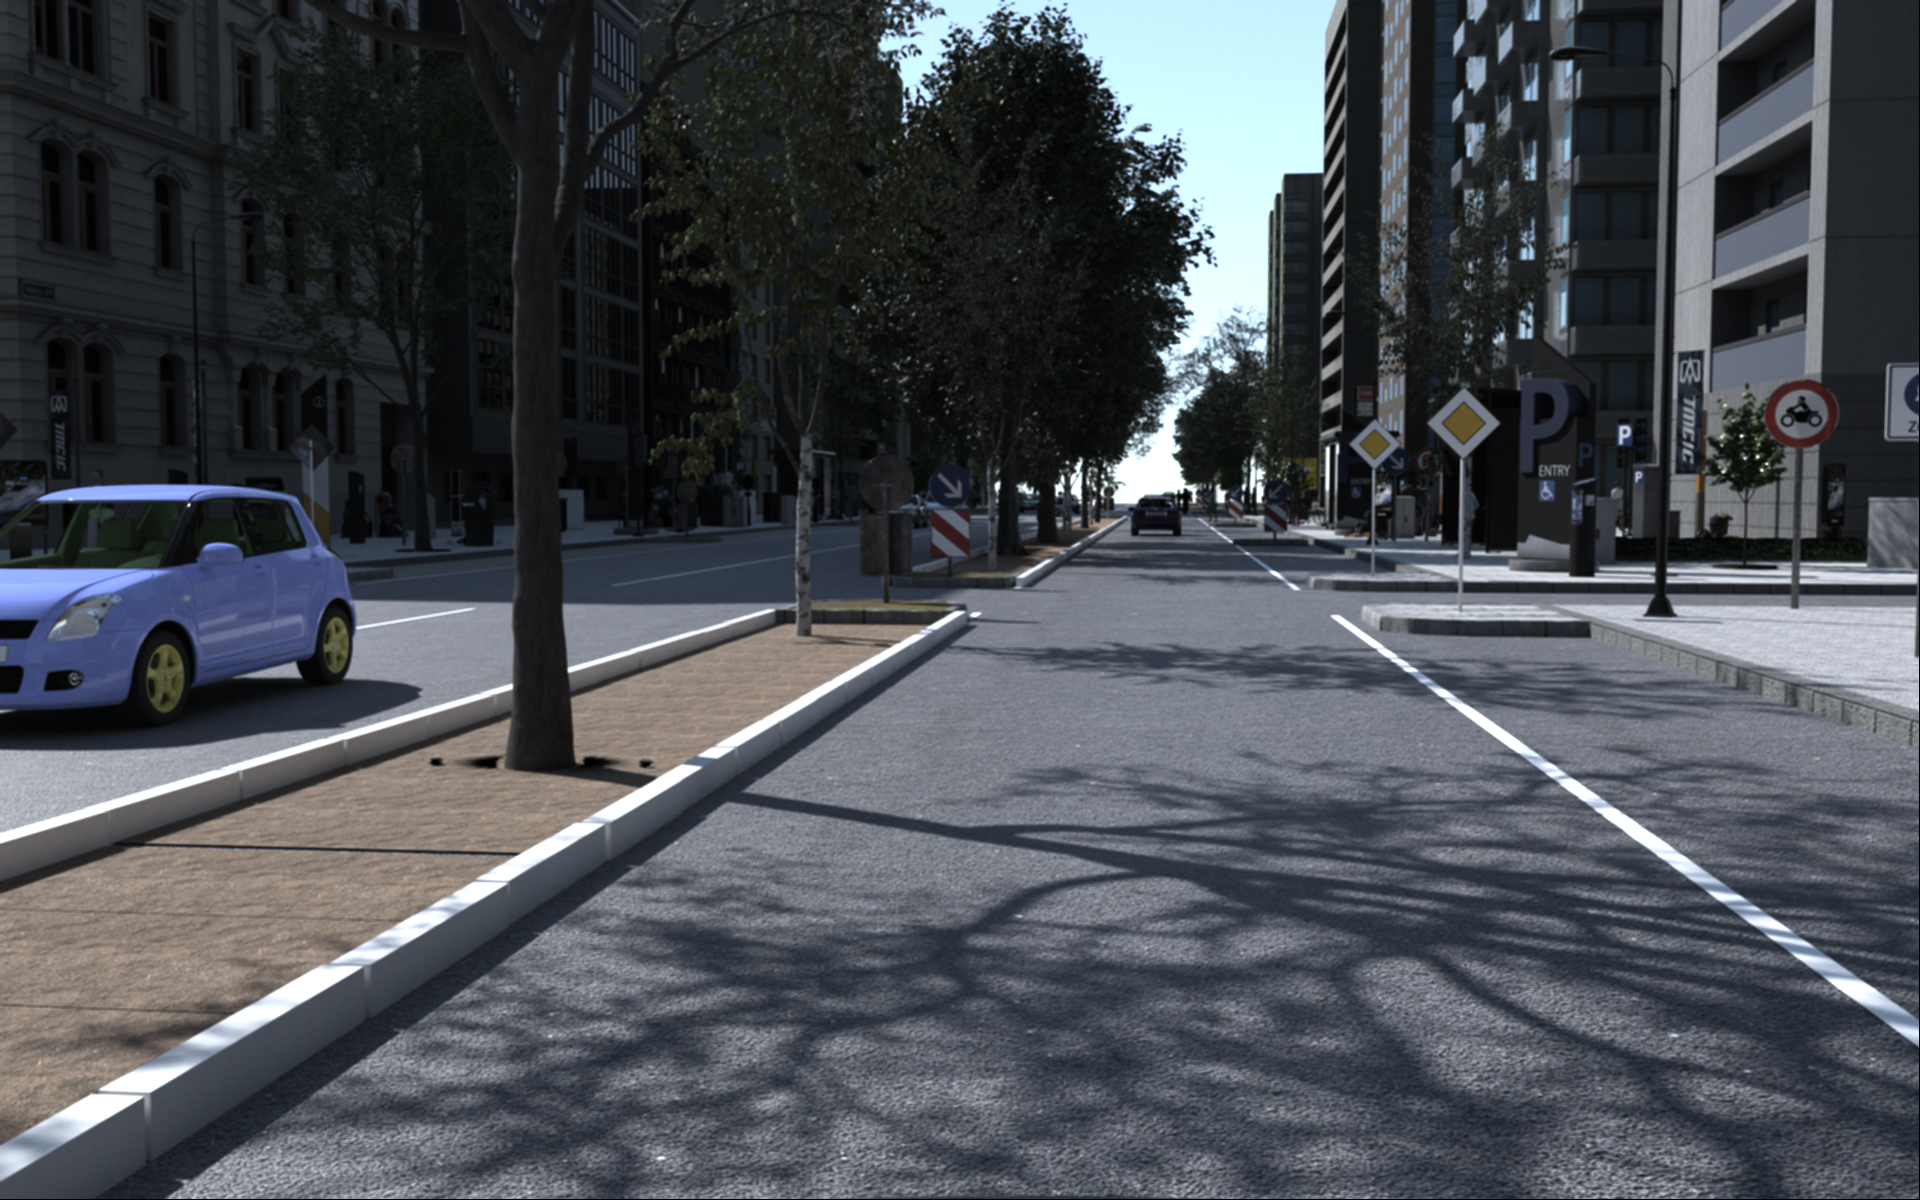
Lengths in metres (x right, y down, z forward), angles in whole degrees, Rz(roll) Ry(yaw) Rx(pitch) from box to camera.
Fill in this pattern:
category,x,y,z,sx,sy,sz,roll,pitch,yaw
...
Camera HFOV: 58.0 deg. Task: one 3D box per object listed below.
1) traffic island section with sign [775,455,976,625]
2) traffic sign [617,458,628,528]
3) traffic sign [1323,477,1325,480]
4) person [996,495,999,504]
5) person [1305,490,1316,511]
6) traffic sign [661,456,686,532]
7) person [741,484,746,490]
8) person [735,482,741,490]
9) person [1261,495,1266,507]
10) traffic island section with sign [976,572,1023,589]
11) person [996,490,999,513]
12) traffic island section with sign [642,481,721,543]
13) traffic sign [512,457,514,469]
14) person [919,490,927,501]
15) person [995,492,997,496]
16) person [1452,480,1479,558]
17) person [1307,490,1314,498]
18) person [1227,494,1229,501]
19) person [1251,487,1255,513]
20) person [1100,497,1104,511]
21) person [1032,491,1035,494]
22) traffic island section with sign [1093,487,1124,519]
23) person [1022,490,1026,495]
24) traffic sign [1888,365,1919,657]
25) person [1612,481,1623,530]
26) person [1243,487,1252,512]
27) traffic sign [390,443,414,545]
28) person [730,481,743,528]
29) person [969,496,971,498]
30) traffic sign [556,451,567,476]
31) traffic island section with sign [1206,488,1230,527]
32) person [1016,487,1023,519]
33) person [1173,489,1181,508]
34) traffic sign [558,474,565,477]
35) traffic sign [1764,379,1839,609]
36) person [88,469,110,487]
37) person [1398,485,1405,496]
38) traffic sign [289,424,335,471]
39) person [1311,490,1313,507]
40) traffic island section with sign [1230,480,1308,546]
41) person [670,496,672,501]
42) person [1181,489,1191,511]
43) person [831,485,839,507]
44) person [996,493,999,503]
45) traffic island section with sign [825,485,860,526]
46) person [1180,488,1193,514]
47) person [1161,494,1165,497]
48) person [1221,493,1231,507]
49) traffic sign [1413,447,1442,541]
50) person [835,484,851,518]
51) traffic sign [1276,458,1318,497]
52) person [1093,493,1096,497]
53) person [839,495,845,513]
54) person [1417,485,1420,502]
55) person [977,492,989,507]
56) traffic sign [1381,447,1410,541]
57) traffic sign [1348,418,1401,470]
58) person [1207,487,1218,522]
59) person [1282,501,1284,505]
category,x,y,z,sx,sy,sz,roll,pitch,yaw
traffic island section with sign,-0.949,-0.718,19.884,2.006,1.907,1.989,0,4,7
traffic sign,-11.731,-3.720,60.931,0.768,2.556,0.104,1,4,13
traffic sign,14.409,-4.077,66.662,0.884,2.594,0.081,0,4,7
person,4.493,-11.568,198.432,1.065,1.426,0.557,1,4,15
person,24.358,-7.024,120.980,1.348,1.812,0.705,3,5,44
traffic sign,-9.775,-3.616,59.126,0.884,2.594,0.081,1,4,10
person,-10.035,-4.580,81.106,0.721,1.800,0.419,2,4,26
person,-11.433,-5.114,89.011,0.474,1.900,0.648,-2,4,-24
person,29.867,-9.817,169.781,0.421,1.427,0.697,-2,4,-32
traffic island section with sign,-0.071,-1.168,27.239,2.006,1.907,1.989,0,4,7
person,2.942,-7.492,131.435,0.568,1.767,0.683,-1,4,-16
traffic island section with sign,-8.160,-2.601,51.158,1.989,1.847,2.006,0,4,7
traffic sign,-12.265,-2.972,48.696,0.768,2.556,0.104,1,4,15
person,-4.112,-11.195,189.805,1.217,1.736,0.721,1,4,21
person,4.982,-14.289,239.530,0.599,1.838,0.709,0,4,-4
person,10.262,-1.668,35.121,0.589,1.601,0.330,-2,4,-32
person,31.124,-9.066,154.797,1.217,1.766,0.721,-2,4,-24
person,26.062,-9.882,168.433,0.721,1.723,1.217,0,4,-6
person,19.122,-6.500,113.054,0.721,1.736,1.217,0,4,0
person,12.179,-8.473,150.293,1.065,1.426,0.557,3,5,41
person,8.084,-11.057,189.266,0.705,1.826,1.348,3,4,36
traffic island section with sign,8.731,-5.732,101.862,2.006,1.907,1.989,0,4,7
person,6.245,-9.834,169.158,0.709,1.838,0.599,0,4,2
traffic sign,7.539,-0.698,13.546,0.606,2.300,0.079,1,4,12
person,23.274,-3.339,61.204,0.480,1.755,0.524,1,4,19
person,20.948,-7.369,126.659,1.348,1.807,0.705,3,5,42
traffic sign,-13.956,-2.649,43.411,0.768,2.556,0.104,1,4,14
person,-8.535,-3.647,66.018,0.374,1.781,0.599,-2,4,-24
person,1.569,-13.341,227.361,0.799,1.438,0.628,0,4,2
traffic sign,-11.947,-3.114,51.025,0.768,2.556,0.104,1,4,11
traffic island section with sign,11.850,-4.082,75.365,1.989,1.847,2.006,0,4,7
person,3.095,-5.254,94.525,0.709,1.813,0.853,-1,4,-21
person,20.597,-9.489,163.280,1.348,1.869,0.705,-3,5,-39
traffic sign,-12.696,-3.288,53.765,0.884,2.594,0.081,1,4,11
traffic sign,9.367,-1.177,19.357,0.768,2.556,0.104,1,4,14
person,-16.578,-1.634,33.315,0.519,1.759,0.362,0,4,-4
person,28.118,-6.382,110.021,0.705,1.869,1.348,-1,4,-22
traffic sign,-10.763,-1.626,28.776,0.795,2.593,0.064,0,4,7
person,32.353,-9.317,159.094,0.721,1.743,1.217,1,4,12
traffic island section with sign,8.694,-2.444,48.595,1.989,1.847,2.006,0,4,7
person,-14.805,-4.710,88.059,0.382,1.210,0.505,0,4,4
person,19.002,-8.368,145.279,0.705,1.831,1.348,-2,4,-32
person,-7.024,-5.517,96.346,0.635,1.810,0.391,0,4,7
person,4.983,-14.580,244.426,1.348,1.824,0.705,1,4,13
traffic island section with sign,-4.941,-4.263,78.335,1.989,1.847,2.006,0,4,7
person,15.855,-6.956,121.853,0.705,1.869,1.348,-2,4,-33
person,13.740,-6.478,117.646,0.421,1.427,0.697,2,4,27
person,26.438,-9.957,172.066,0.991,1.433,0.599,0,4,-3
traffic sign,12.719,-2.877,47.139,0.768,2.556,0.104,1,4,10
person,-6.293,-5.238,91.900,0.699,1.804,1.509,-3,5,-44
traffic sign,18.802,-6.288,96.683,2.265,3.308,0.079,1,4,8
person,14.007,-10.326,177.272,1.348,1.831,0.705,-2,4,-34
person,-7.656,-6.598,114.642,0.721,1.735,1.217,3,5,44
person,26.909,-5.837,101.610,1.348,1.807,0.705,-1,4,-13
person,2.227,-9.910,168.788,1.217,1.735,0.721,-1,4,-17
traffic sign,11.781,-2.862,46.905,0.768,2.556,0.104,1,4,9
traffic sign,6.410,-1.501,26.735,0.795,2.593,0.064,0,4,7
person,13.079,-4.950,89.681,0.529,1.795,0.600,1,4,16
person,32.066,-9.955,172.022,0.991,1.433,0.599,0,4,-8
